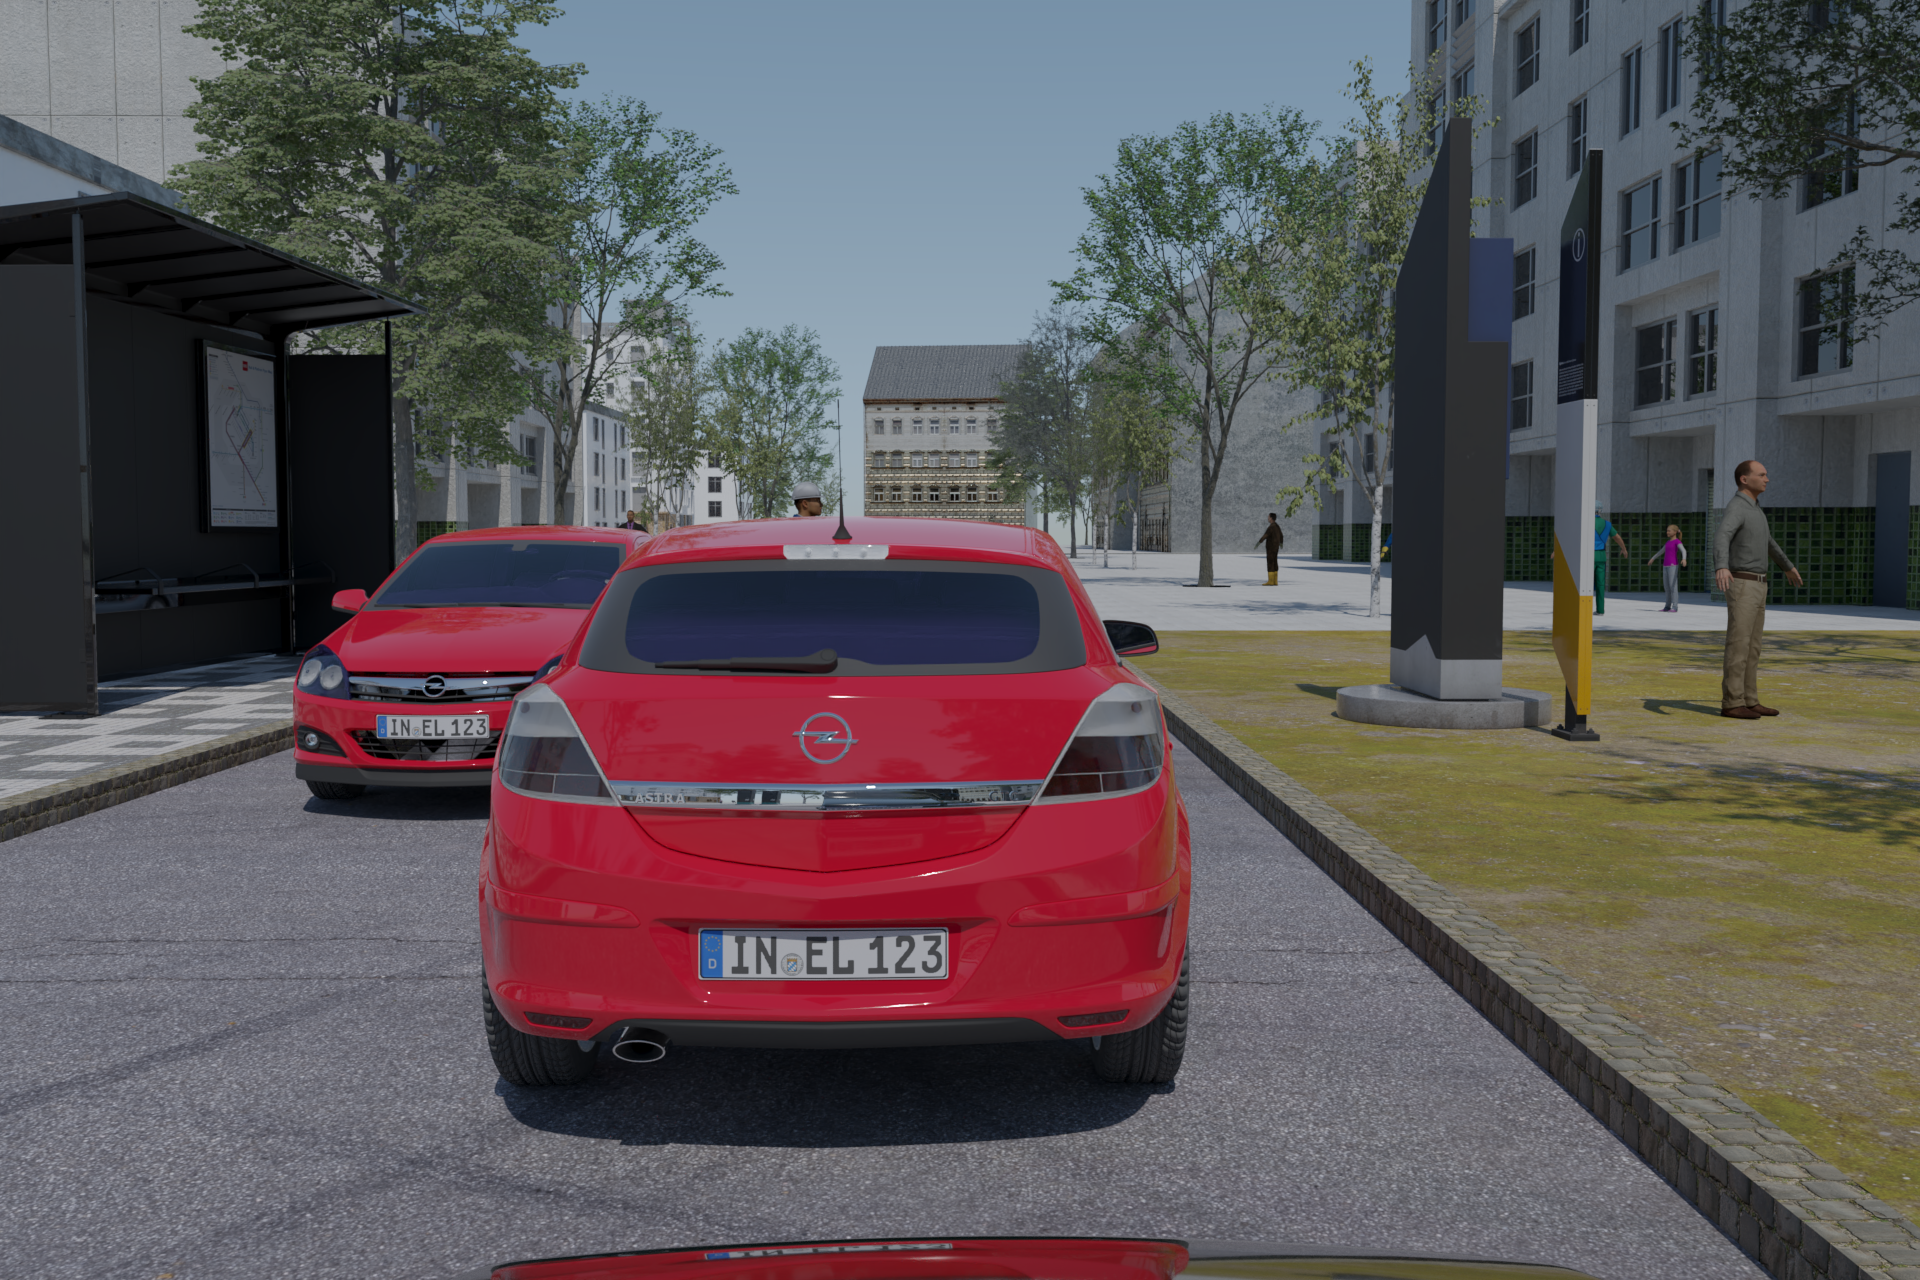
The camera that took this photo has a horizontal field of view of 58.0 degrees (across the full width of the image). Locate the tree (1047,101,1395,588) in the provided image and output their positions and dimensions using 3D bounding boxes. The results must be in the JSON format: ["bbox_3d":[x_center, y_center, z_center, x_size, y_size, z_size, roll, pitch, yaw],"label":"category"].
[{"bbox_3d":[6.113,-7.081,41.532,9.928,11.665,9.643,0,3,0],"label":"tree"}]

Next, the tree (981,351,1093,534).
[{"bbox_3d":[5.179,-11.543,106.858,7.486,12.596,7.792,0,3,0],"label":"tree"}]

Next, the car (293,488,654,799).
[{"bbox_3d":[-2.629,-0.102,10.709,2.155,1.783,4.494,0,4,-1],"label":"car"}]

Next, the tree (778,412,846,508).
[{"bbox_3d":[-9.540,-9.361,103.420,4.360,8.622,3.978,0,3,0],"label":"tree"}]

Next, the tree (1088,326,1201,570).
[{"bbox_3d":[6.383,-6.804,61.608,4.737,8.622,4.395,0,3,0],"label":"tree"}]

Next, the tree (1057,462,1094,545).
[{"bbox_3d":[14.366,-16.644,197.889,9.928,11.665,9.643,0,3,0],"label":"tree"}]

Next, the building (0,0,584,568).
[{"bbox_3d":[-27.498,-12.655,73.370,16.747,18.905,31.486,0,4,-1],"label":"building"}]

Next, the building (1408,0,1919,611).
[{"bbox_3d":[22.599,-10.561,39.130,16.747,18.905,31.486,0,4,0],"label":"building"}]

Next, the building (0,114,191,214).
[{"bbox_3d":[-23.675,-6.192,43.384,9.099,9.664,28.070,0,3,0],"label":"building"}]

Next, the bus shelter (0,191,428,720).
[{"bbox_3d":[-6.471,-1.453,15.039,1.731,3.624,6.357,0,4,2],"label":"bus shelter"}]

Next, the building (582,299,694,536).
[{"bbox_3d":[-28.684,-17.397,140.853,16.016,20.090,11.380,0,4,0],"label":"building"}]

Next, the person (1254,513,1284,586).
[{"bbox_3d":[7.693,-2.244,42.823,0.704,1.812,1.346,3,4,39],"label":"person"}]

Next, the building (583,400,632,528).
[{"bbox_3d":[-27.734,-11.034,122.551,9.099,9.664,28.070,0,4,0],"label":"building"}]

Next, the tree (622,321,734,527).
[{"bbox_3d":[-9.894,-6.728,60.366,4.737,8.622,4.395,0,3,0],"label":"tree"}]

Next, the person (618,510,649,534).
[{"bbox_3d":[-7.145,-1.918,37.580,1.346,1.802,0.704,0,4,-3],"label":"person"}]

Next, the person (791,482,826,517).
[{"bbox_3d":[-1.154,-0.302,13.372,0.705,1.833,1.349,0,4,-3],"label":"person"}]

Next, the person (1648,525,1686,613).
[{"bbox_3d":[11.590,-1.168,28.359,0.599,1.433,0.991,-1,4,-11],"label":"person"}]

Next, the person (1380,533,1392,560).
[{"bbox_3d":[6.989,-1.253,26.463,1.349,1.833,0.705,-1,4,-17],"label":"person"}]

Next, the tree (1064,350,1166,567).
[{"bbox_3d":[5.496,-7.146,67.205,4.360,8.622,3.978,0,3,0],"label":"tree"}]

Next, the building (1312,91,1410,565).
[{"bbox_3d":[26.247,-12.509,70.975,16.747,18.905,31.486,0,4,-1],"label":"building"}]

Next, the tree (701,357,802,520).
[{"bbox_3d":[-9.008,-7.463,72.375,4.737,8.622,4.395,0,3,0],"label":"tree"}]

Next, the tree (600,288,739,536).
[{"bbox_3d":[-9.456,-6.243,52.429,4.360,8.622,3.978,0,3,0],"label":"tree"}]

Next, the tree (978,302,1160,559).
[{"bbox_3d":[5.871,-11.019,90.530,12.009,13.543,11.850,0,3,0],"label":"tree"}]

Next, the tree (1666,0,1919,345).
[{"bbox_3d":[10.145,-4.931,15.029,8.767,10.594,7.601,3,4,38],"label":"tree"}]

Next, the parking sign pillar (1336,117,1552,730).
[{"bbox_3d":[3.363,-1.436,11.953,1.447,3.967,1.447,0,4,-1],"label":"parking sign pillar"}]

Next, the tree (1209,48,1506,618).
[{"bbox_3d":[6.273,-4.664,26.620,4.737,8.622,4.395,0,3,0],"label":"tree"}]

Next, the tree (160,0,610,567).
[{"bbox_3d":[-9.536,-6.768,28.784,7.486,12.596,7.792,0,3,0],"label":"tree"}]

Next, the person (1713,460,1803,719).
[{"bbox_3d":[5.529,-0.358,12.117,1.348,1.796,0.705,-3,5,-44],"label":"person"}]

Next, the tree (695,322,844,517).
[{"bbox_3d":[-9.488,-9.774,85.556,9.928,11.665,9.643,0,3,0],"label":"tree"}]

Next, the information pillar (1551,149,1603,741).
[{"bbox_3d":[3.863,-1.192,10.850,0.183,3.616,0.504,0,4,-1],"label":"information pillar"}]

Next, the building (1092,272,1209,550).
[{"bbox_3d":[21.184,-19.314,146.718,19.493,23.208,18.063,0,4,0],"label":"building"}]

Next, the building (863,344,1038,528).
[{"bbox_3d":[-0.684,-22.438,200.242,18.063,23.208,19.493,0,4,7],"label":"building"}]

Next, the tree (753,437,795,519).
[{"bbox_3d":[-22.247,-17.263,200.373,7.486,12.596,7.792,0,3,0],"label":"tree"}]

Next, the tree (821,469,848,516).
[{"bbox_3d":[-14.752,-14.959,194.943,4.737,8.622,4.395,0,3,0],"label":"tree"}]

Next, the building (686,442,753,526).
[{"bbox_3d":[-24.874,-14.013,171.265,9.099,9.664,28.070,0,4,-1],"label":"building"}]

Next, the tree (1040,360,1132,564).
[{"bbox_3d":[5.745,-7.499,72.976,4.360,8.622,3.978,0,3,0],"label":"tree"}]

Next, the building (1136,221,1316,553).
[{"bbox_3d":[23.392,-18.048,126.016,19.493,23.208,18.063,0,4,-1],"label":"building"}]

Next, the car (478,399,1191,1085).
[{"bbox_3d":[-0.327,0.186,5.994,2.155,1.783,4.494,0,4,-1],"label":"car"}]

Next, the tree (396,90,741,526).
[{"bbox_3d":[-9.216,-7.007,40.326,9.928,11.665,9.643,0,3,0],"label":"tree"}]

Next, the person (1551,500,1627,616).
[{"bbox_3d":[9.935,-1.290,27.212,1.347,1.817,0.704,-1,4,-14],"label":"person"}]
